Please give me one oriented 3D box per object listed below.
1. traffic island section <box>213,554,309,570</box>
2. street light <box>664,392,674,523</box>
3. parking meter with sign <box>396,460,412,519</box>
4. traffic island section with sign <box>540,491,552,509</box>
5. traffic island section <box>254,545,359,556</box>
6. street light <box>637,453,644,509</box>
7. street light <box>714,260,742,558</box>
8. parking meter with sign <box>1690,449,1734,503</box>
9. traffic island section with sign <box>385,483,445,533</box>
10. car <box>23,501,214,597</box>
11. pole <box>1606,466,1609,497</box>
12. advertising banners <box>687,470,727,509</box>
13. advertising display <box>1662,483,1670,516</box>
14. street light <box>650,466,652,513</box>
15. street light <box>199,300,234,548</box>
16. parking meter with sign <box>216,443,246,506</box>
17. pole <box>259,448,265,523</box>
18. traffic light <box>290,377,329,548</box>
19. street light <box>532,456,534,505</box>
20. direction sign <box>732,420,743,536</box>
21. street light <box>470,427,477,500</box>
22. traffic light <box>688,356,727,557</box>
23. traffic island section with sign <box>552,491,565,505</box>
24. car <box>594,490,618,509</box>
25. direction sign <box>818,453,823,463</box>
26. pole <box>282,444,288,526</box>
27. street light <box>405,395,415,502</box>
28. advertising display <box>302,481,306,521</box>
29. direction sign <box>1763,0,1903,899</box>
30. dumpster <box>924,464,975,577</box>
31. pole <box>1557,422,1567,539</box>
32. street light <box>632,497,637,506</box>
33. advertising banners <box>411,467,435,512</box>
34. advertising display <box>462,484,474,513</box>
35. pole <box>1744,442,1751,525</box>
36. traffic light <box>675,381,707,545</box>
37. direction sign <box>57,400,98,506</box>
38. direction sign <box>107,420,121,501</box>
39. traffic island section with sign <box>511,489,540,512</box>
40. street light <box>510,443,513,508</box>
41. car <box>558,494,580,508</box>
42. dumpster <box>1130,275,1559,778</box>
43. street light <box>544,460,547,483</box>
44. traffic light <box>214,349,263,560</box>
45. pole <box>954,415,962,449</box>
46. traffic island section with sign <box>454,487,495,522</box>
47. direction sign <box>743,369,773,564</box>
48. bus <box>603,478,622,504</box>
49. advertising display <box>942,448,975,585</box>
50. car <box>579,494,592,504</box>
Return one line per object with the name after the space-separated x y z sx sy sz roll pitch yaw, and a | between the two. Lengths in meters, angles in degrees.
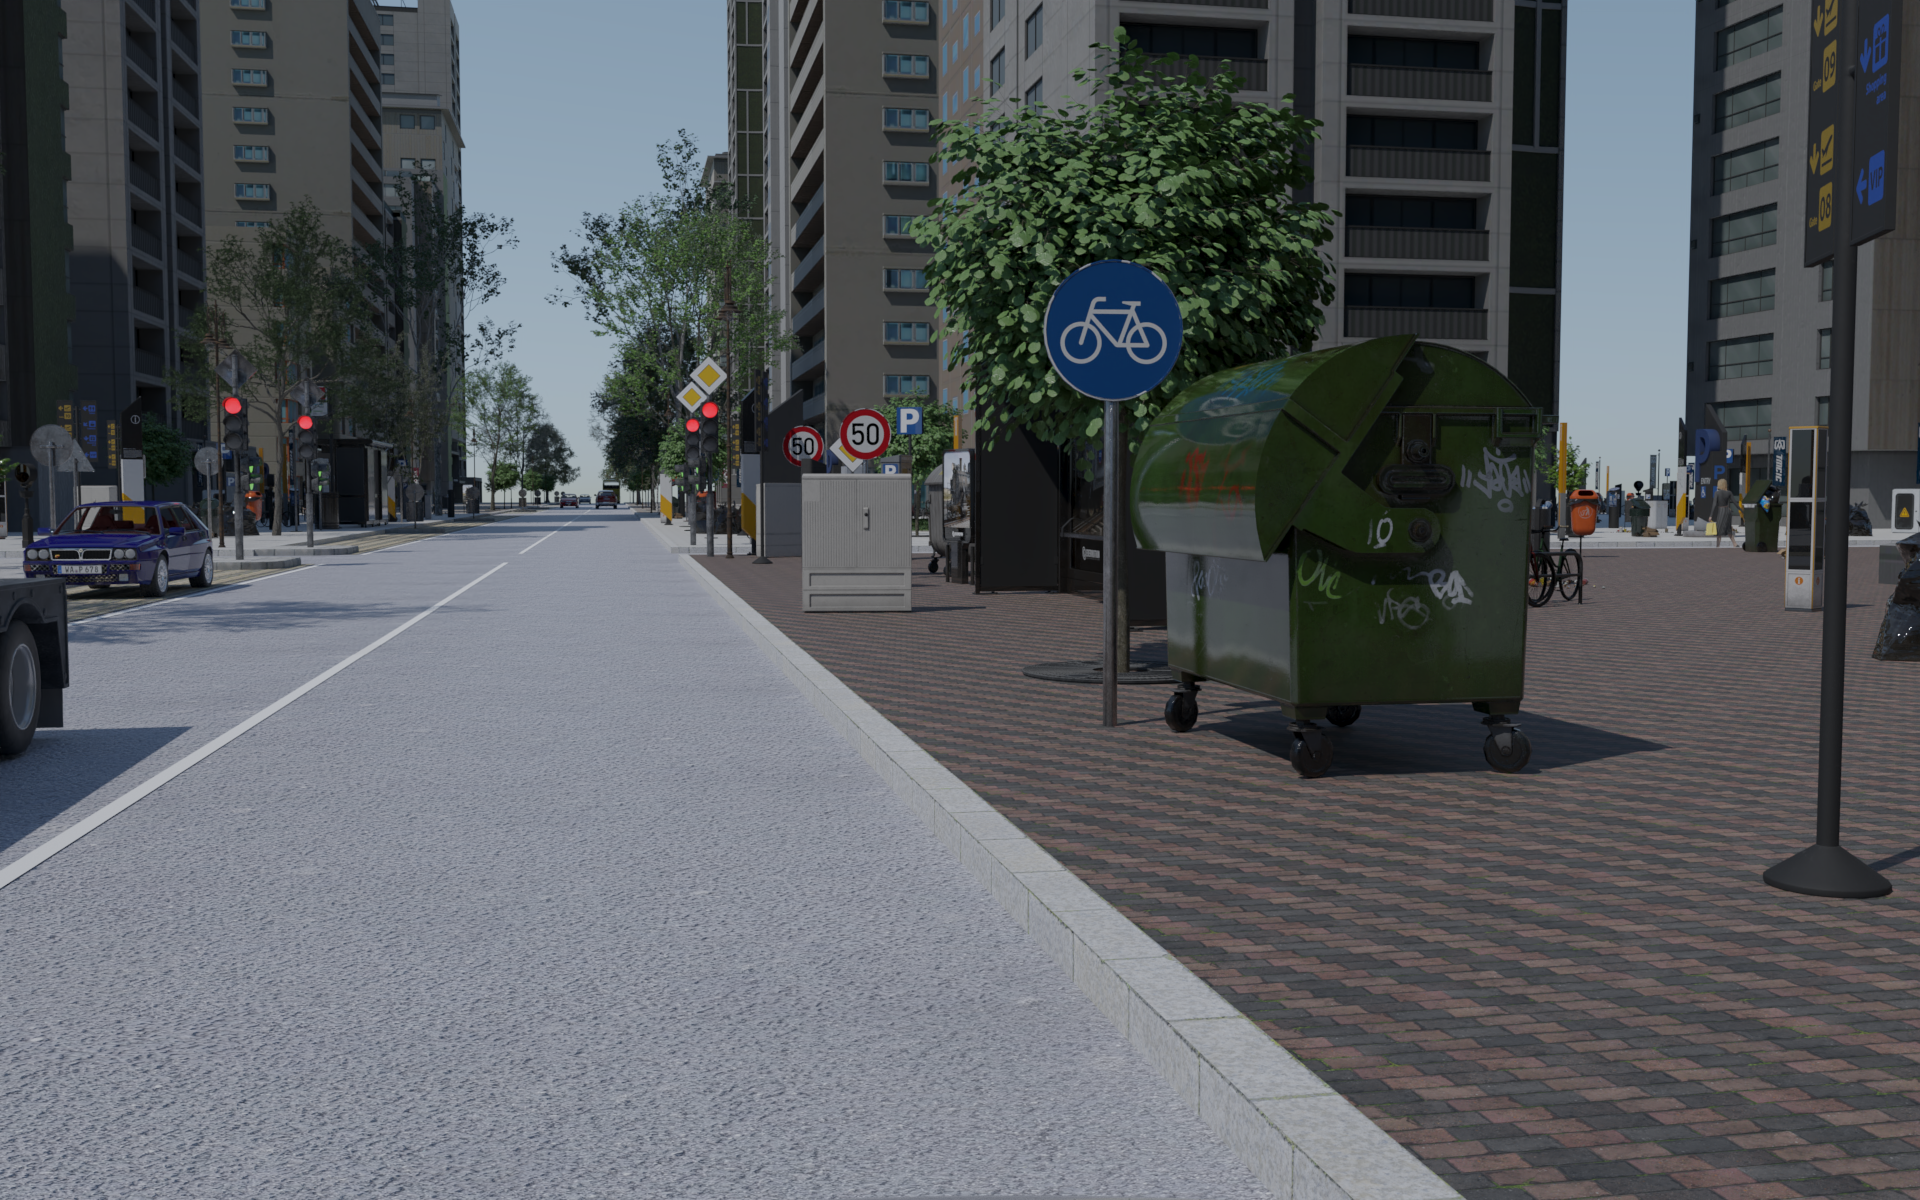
-14.066 -0.703 33.780 2.009 0.180 2.903 -1 4 -11 | traffic island section
-13.082 -6.429 77.902 0.468 5.910 1.993 -1 4 -11 | street light
-28.362 -5.658 88.765 0.543 3.016 1.738 0 4 -4 | parking meter with sign
-40.389 -9.622 165.944 1.989 1.847 2.006 -1 4 -11 | traffic island section with sign
-15.625 -1.182 41.612 2.009 0.180 2.903 -1 4 -11 | traffic island section
-28.012 -11.005 152.716 0.468 5.910 1.993 -1 4 -11 | street light
-4.594 -3.768 34.394 0.468 5.910 1.993 -1 4 -11 | street light
28.892 -4.293 66.448 1.738 3.016 0.543 -2 4 -32 | parking meter with sign
-20.073 -3.379 63.869 1.989 1.847 2.006 -1 4 -11 | traffic island section with sign
-12.080 -0.760 25.005 1.945 1.354 3.894 -1 4 -10 | car
46.781 -8.029 125.111 0.158 3.312 0.155 0 3 0 | pole
-11.316 -5.035 78.507 2.074 3.025 0.090 0 4 2 | advertising banners
41.157 -5.829 100.515 0.974 1.923 0.123 -1 4 -19 | advertising display
-20.830 -8.803 116.720 0.468 5.910 1.993 -1 4 -11 | street light
-17.702 -4.194 41.366 0.468 5.910 1.993 -1 4 -11 | street light
-25.099 -3.904 60.092 0.543 3.016 1.738 0 4 3 | parking meter with sign
-30.909 -5.068 76.700 0.158 3.312 0.155 0 3 0 | pole
-15.584 -3.215 41.485 0.839 4.253 0.868 -1 4 -11 | traffic light
-48.819 -13.773 197.967 0.468 5.910 1.993 -1 4 -11 | street light
-6.686 -3.745 53.231 0.876 3.537 0.379 3 4 39 | direction sign
-32.806 -8.823 117.046 0.468 5.910 1.993 -1 4 -11 | street light
-5.141 -2.845 35.431 0.839 4.253 0.868 -1 4 -11 | traffic light
-51.197 -12.944 220.260 1.989 1.847 2.006 -1 4 -11 | traffic island section with sign
-34.332 -9.746 168.025 2.281 1.827 5.304 -1 4 -13 | car
-6.000 -4.931 72.613 0.379 3.537 0.876 2 4 31 | direction sign
-27.324 -4.663 70.088 0.158 3.312 0.155 0 3 0 | pole
-25.185 -6.534 79.626 0.468 5.910 1.993 -1 4 -11 | street light
-31.353 -4.813 83.906 0.123 1.923 0.974 3 5 42 | advertising display
2.838 -0.830 5.565 0.379 3.537 0.876 1 4 12 | direction sign
0.202 -1.330 27.500 1.264 1.857 1.865 -1 4 -11 | dumpster
17.182 -3.398 49.396 0.158 3.312 0.155 0 3 0 | pole
-35.652 -13.354 191.117 0.468 5.910 1.993 -1 4 -11 | street light
-35.051 -7.196 113.839 2.074 3.025 0.090 0 4 5 | advertising banners
-32.596 -6.705 114.839 0.974 1.923 0.123 2 4 31 | advertising display
31.006 -4.546 68.168 0.158 3.312 0.155 0 3 0 | pole
-6.699 -3.324 43.263 0.839 4.253 0.868 -1 4 -11 | traffic light
-21.323 -3.053 41.911 0.876 3.537 0.379 -1 4 -13 | direction sign
-25.691 -3.727 52.940 0.876 3.537 0.379 1 4 22 | direction sign
-35.025 -7.973 138.990 1.989 1.847 2.006 -1 4 -11 | traffic island section with sign
-40.297 -11.170 155.409 0.468 5.910 1.993 -1 4 -11 | street light
-39.801 -10.239 176.448 2.155 1.783 4.494 -1 4 -10 | car
1.838 -0.374 8.603 1.502 2.255 1.985 -1 4 -11 | dumpster
-56.455 -16.100 236.030 0.468 5.910 1.993 -1 4 -11 | street light
-14.025 -2.736 33.653 0.839 4.253 0.868 -1 4 -11 | traffic light
-0.055 -3.131 45.033 0.158 3.312 0.155 0 3 0 | pole
-25.374 -5.008 90.515 1.989 1.847 2.006 -1 4 -11 | traffic island section with sign
-3.640 -2.435 31.805 0.379 3.537 0.876 0 4 8 | direction sign
-52.019 -16.347 258.815 2.896 3.916 12.252 -1 4 -11 | bus
-0.002 -1.195 24.760 0.123 1.923 0.974 -2 4 -25 | advertising display
-54.202 -14.570 250.216 2.014 1.417 4.499 -1 4 -11 | car
